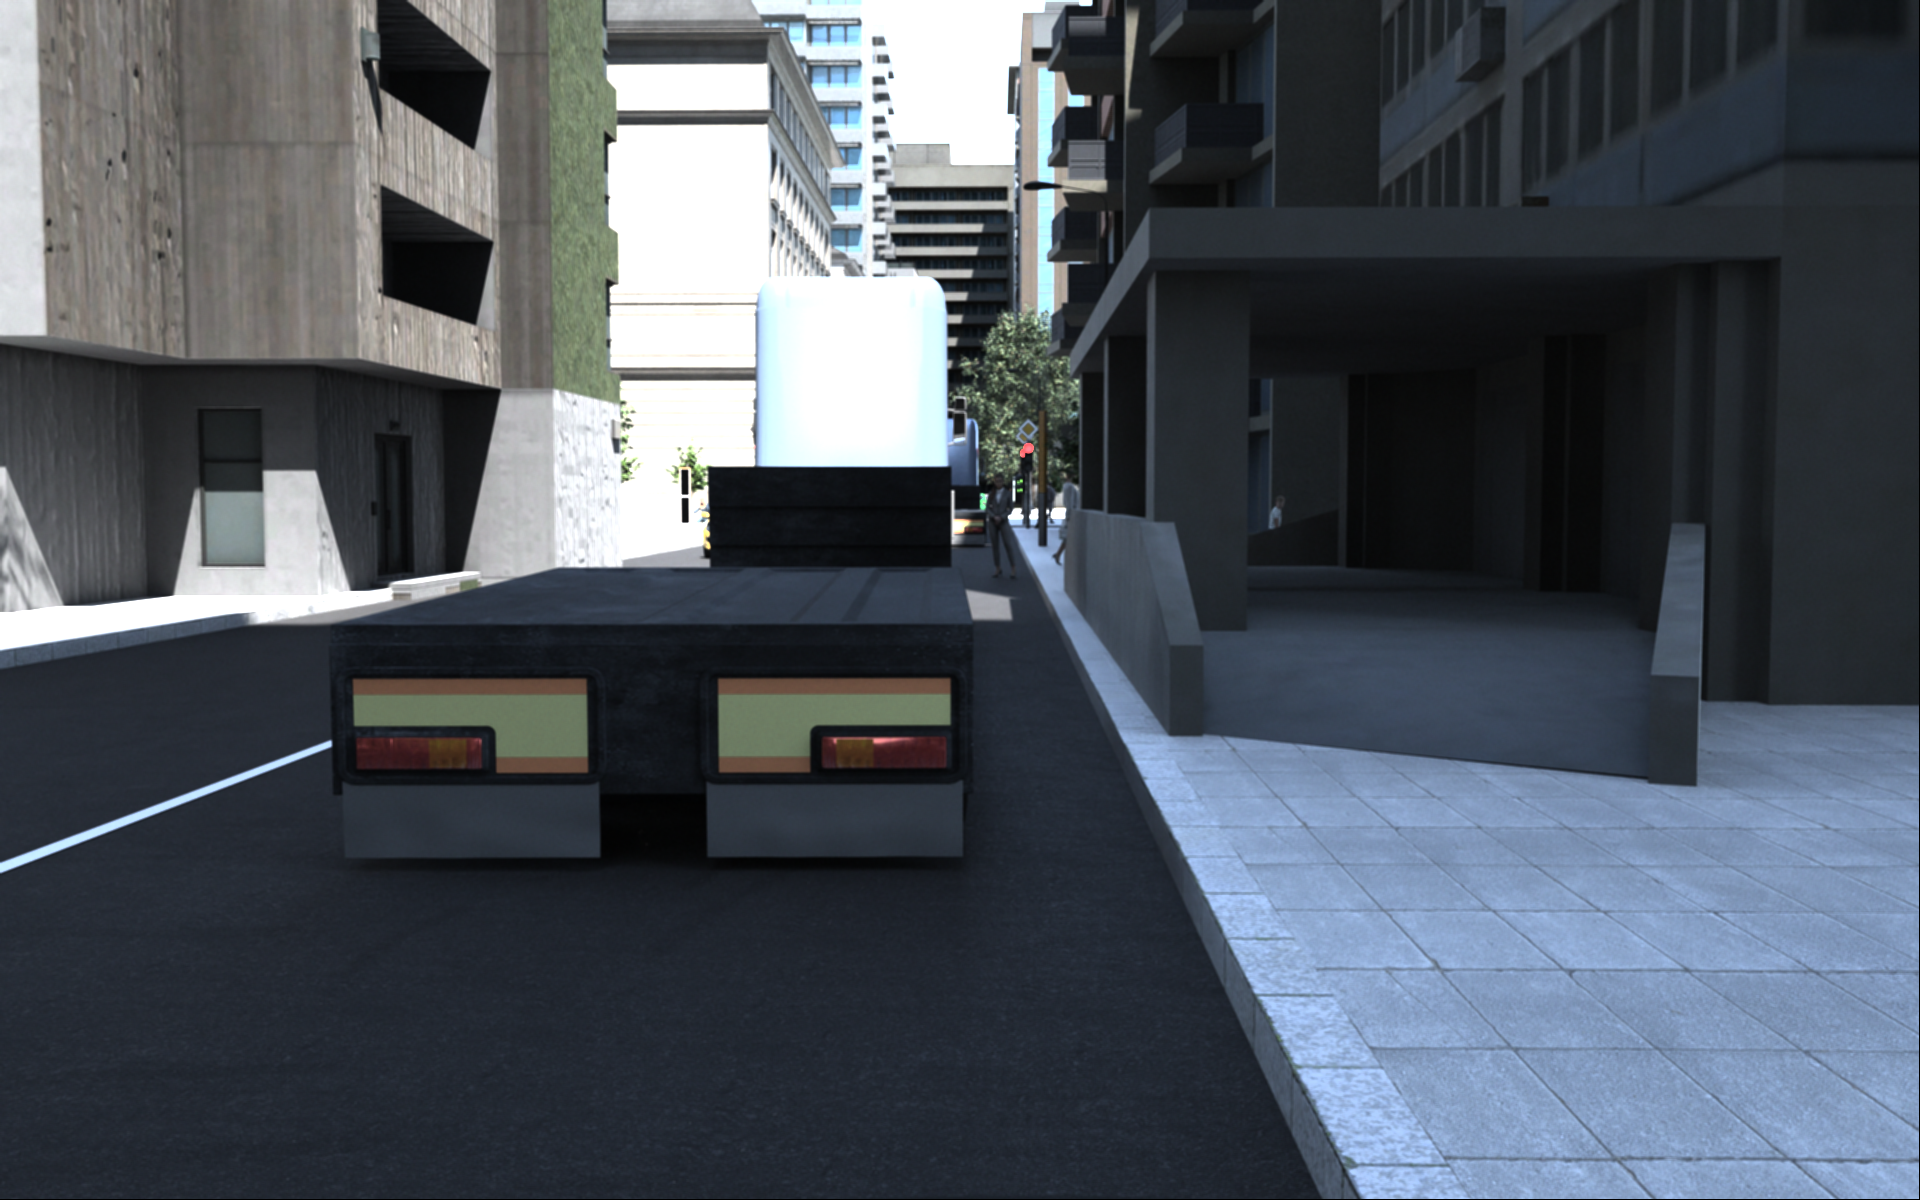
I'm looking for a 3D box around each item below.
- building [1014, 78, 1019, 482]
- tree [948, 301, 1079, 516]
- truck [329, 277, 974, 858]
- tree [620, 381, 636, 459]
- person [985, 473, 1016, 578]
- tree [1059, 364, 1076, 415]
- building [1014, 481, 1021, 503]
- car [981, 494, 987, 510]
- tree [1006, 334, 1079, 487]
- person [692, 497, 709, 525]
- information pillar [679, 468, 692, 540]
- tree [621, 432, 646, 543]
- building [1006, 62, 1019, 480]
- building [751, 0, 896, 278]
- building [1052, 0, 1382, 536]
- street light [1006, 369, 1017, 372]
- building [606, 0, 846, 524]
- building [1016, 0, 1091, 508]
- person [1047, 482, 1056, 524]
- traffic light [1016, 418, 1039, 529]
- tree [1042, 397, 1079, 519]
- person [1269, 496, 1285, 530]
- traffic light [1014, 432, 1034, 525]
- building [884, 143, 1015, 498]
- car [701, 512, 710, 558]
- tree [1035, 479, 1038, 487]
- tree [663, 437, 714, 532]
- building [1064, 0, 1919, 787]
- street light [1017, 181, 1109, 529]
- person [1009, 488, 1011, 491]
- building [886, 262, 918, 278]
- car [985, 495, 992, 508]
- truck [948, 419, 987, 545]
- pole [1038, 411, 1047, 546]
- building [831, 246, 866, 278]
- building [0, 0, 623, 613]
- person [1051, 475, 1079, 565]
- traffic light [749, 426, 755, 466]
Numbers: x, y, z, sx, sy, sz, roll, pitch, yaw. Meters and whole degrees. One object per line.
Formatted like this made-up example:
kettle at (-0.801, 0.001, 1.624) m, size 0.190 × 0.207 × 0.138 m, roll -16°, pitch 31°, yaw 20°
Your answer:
building at (16.797, -32.193, 180.984) m, size 22.147 × 44.769 × 28.867 m, roll 0°, pitch 4°, yaw 1°
tree at (3.975, -11.413, 103.604) m, size 9.611 × 12.733 × 9.660 m, roll 0°, pitch 3°, yaw 0°
truck at (-1.280, -1.592, 15.783) m, size 2.967 × 4.110 × 18.799 m, roll 0°, pitch 4°, yaw -1°
tree at (-8.660, -3.277, 37.291) m, size 4.285 × 4.588 × 4.351 m, roll 0°, pitch 3°, yaw 0°
person at (0.698, -1.285, 29.787) m, size 0.520 × 1.790 × 0.573 m, roll 0°, pitch 4°, yaw -4°
tree at (8.647, -11.672, 116.589) m, size 9.928 × 11.665 × 9.643 m, roll 0°, pitch 3°, yaw 0°
building at (21.802, -42.716, 240.410) m, size 28.212 × 58.520 × 21.231 m, roll 0°, pitch 4°, yaw 1°
car at (1.068, -6.708, 118.472) m, size 1.959 × 1.807 × 4.718 m, roll 0°, pitch 4°, yaw 3°
tree at (4.091, -7.922, 79.888) m, size 4.360 × 8.622 × 3.978 m, roll 0°, pitch 3°, yaw 0°
person at (-10.768, -3.747, 72.803) m, size 1.012 × 1.151 × 0.738 m, roll 2°, pitch 4°, yaw 29°
information pillar at (-7.703, -2.699, 48.622) m, size 0.304 × 2.012 × 0.304 m, roll 0°, pitch 4°, yaw -4°
tree at (-9.451, -3.151, 46.128) m, size 1.663 × 3.219 × 1.824 m, roll 0°, pitch 3°, yaw 0°
building at (20.016, -37.900, 208.908) m, size 28.713 × 52.752 × 27.495 m, roll 0°, pitch 4°, yaw 1°
building at (-17.578, -33.229, 162.894) m, size 23.786 × 49.044 × 30.456 m, roll 0°, pitch 4°, yaw 1°
building at (13.739, -24.112, 48.857) m, size 22.147 × 44.769 × 28.867 m, roll 0°, pitch 4°, yaw 1°
street light at (2.404, -5.620, 64.431) m, size 1.470 × 5.913 × 1.316 m, roll 0°, pitch 4°, yaw 1°
building at (-15.079, -15.569, 87.837) m, size 16.112 × 22.955 × 30.059 m, roll 0°, pitch 4°, yaw 1°
building at (12.432, -31.143, 159.297) m, size 14.600 × 45.320 × 14.200 m, roll 0°, pitch 4°, yaw 1°
person at (3.924, -4.246, 75.559) m, size 0.679 × 1.850 × 0.850 m, roll 3°, pitch 5°, yaw 43°
traffic light at (2.521, -4.619, 64.441) m, size 0.839 × 4.253 × 0.868 m, roll 0°, pitch 4°, yaw 1°
tree at (2.368, -2.151, 29.766) m, size 1.663 × 3.219 × 1.824 m, roll 0°, pitch 3°, yaw 0°
person at (5.868, -1.302, 32.019) m, size 0.332 × 1.250 × 0.352 m, roll -3°, pitch 5°, yaw -42°
traffic light at (2.679, -5.107, 72.425) m, size 0.839 × 4.253 × 0.868 m, roll 0°, pitch 4°, yaw 1°
building at (-3.090, -37.795, 241.648) m, size 21.600 × 48.544 × 21.300 m, roll 0°, pitch 4°, yaw 1°
car at (-4.894, -1.823, 40.034) m, size 2.015 × 1.641 × 3.980 m, roll 0°, pitch 3°, yaw 0°
tree at (4.928, -5.762, 88.808) m, size 1.663 × 3.219 × 1.824 m, roll 0°, pitch 3°, yaw 0°
tree at (-9.112, -3.937, 58.979) m, size 1.663 × 3.219 × 1.824 m, roll 0°, pitch 3°, yaw 0°
building at (17.351, -19.735, 14.552) m, size 32.217 × 40.220 × 23.993 m, roll 0°, pitch 4°, yaw 1°
street light at (1.641, -3.262, 25.876) m, size 1.470 × 5.913 × 1.316 m, roll 0°, pitch 4°, yaw 1°
person at (4.428, -8.933, 152.189) m, size 0.705 × 1.812 × 1.348 m, roll 0°, pitch 4°, yaw -3°
building at (-12.201, -27.201, 216.440) m, size 14.107 × 30.474 × 14.160 m, roll 0°, pitch 4°, yaw 1°
car at (2.562, -8.966, 158.961) m, size 2.083 × 1.381 × 4.827 m, roll 0°, pitch 4°, yaw 2°
truck at (-0.524, -4.065, 56.220) m, size 2.967 × 4.110 × 18.799 m, roll 0°, pitch 4°, yaw 0°
pole at (2.035, -2.975, 42.487) m, size 0.158 × 3.312 × 0.155 m, roll 0°, pitch 3°, yaw 0°
building at (-12.562, -16.646, 123.065) m, size 10.553 × 20.767 × 40.483 m, roll 0°, pitch 4°, yaw 1°
building at (-13.262, -15.413, 23.706) m, size 14.160 × 30.474 × 14.107 m, roll 0°, pitch 4°, yaw 1°
person at (1.964, -1.530, 31.413) m, size 0.624 × 1.780 × 0.694 m, roll 0°, pitch 4°, yaw 2°
traffic light at (-7.438, -4.630, 64.621) m, size 0.839 × 4.253 × 0.868 m, roll 0°, pitch 4°, yaw 1°
